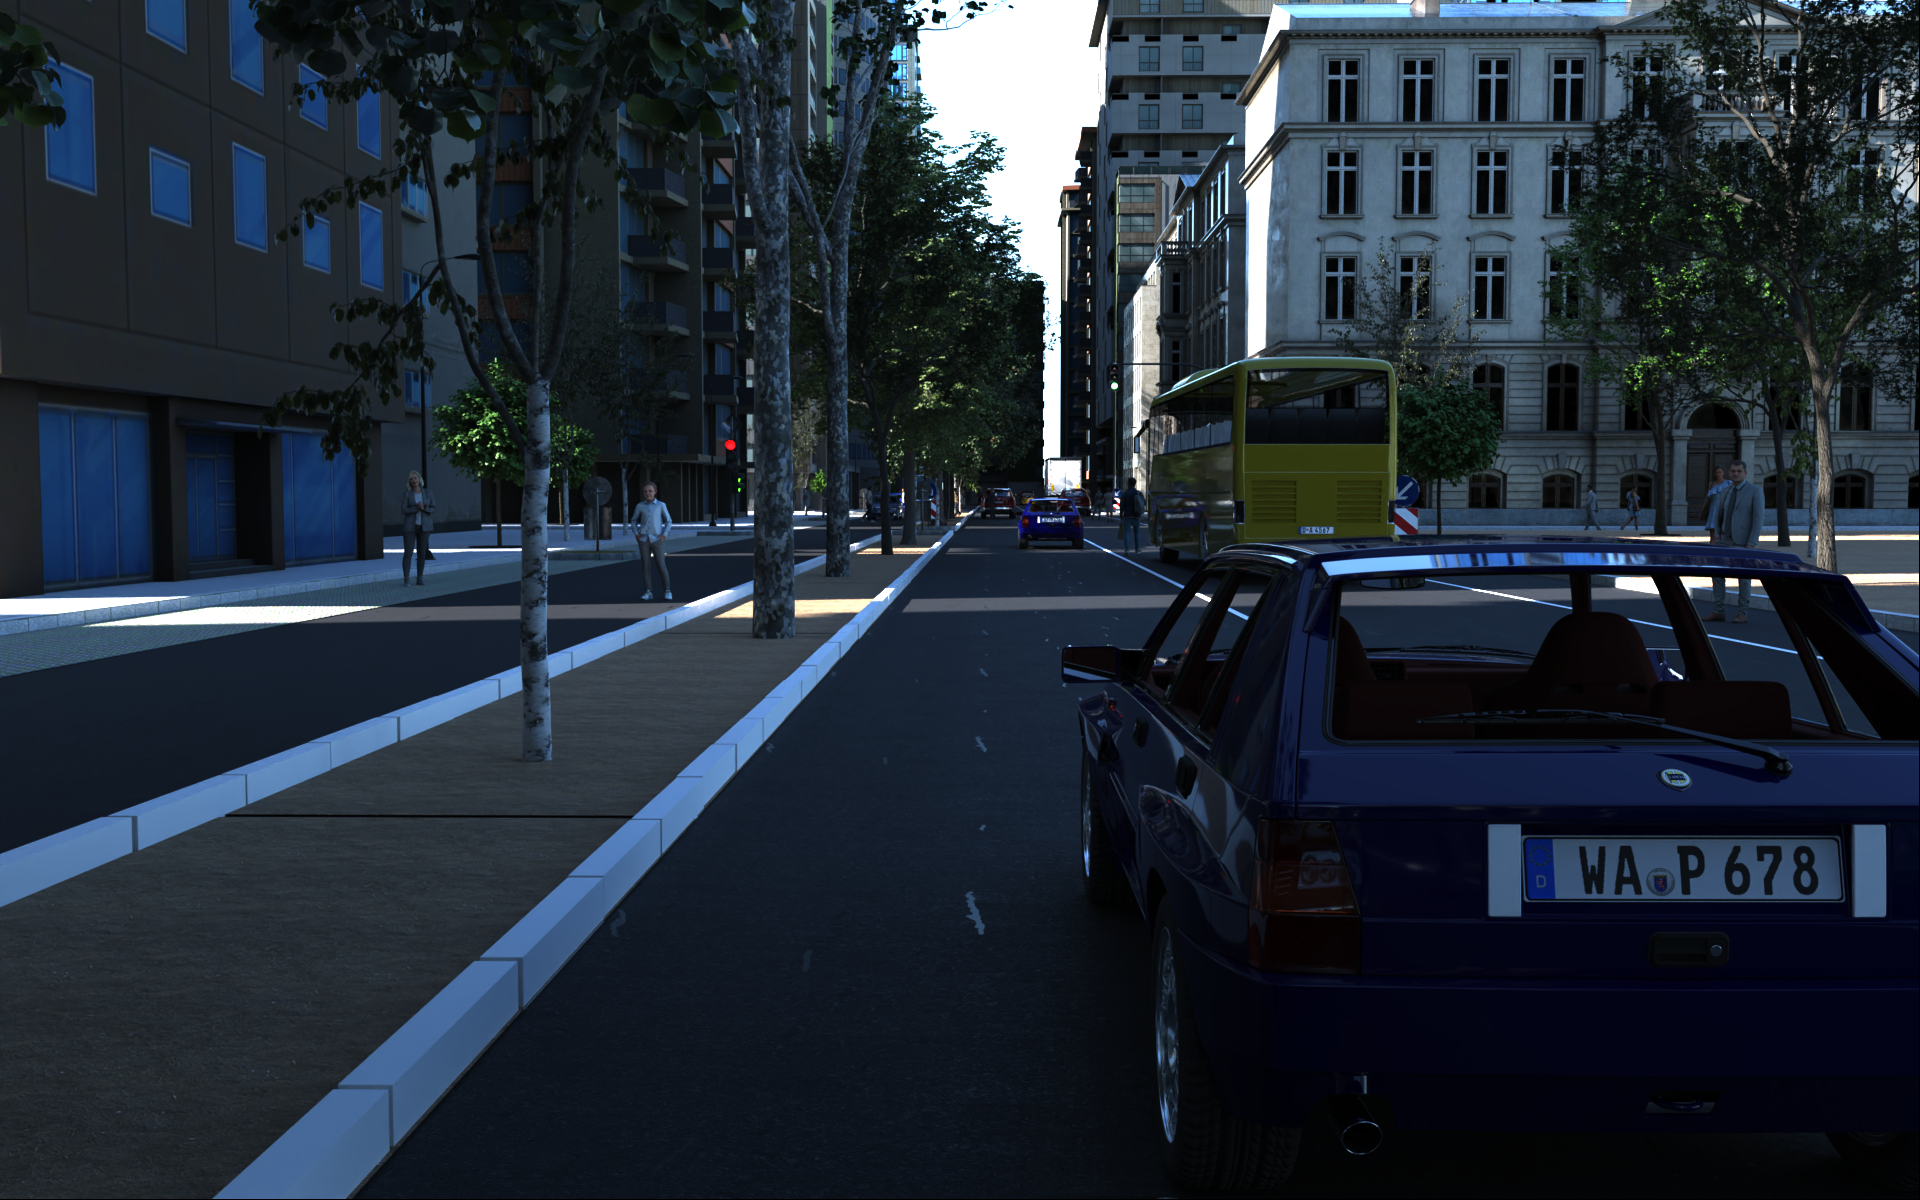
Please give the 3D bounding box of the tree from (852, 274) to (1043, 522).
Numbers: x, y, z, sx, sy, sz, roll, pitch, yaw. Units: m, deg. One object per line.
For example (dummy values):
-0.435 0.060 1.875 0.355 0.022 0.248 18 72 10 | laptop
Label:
-0.780 -10.824 89.803 12.009 13.543 11.850 0 3 0 | tree

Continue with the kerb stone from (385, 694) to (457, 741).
-3.277 0.716 10.482 0.120 0.150 1.000 0 4 1 | kerb stone

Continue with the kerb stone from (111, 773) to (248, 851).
-3.330 0.904 7.407 0.120 0.150 1.000 0 4 1 | kerb stone

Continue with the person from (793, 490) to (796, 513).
-11.190 -6.689 115.179 0.659 1.850 0.755 -1 4 -13 | person

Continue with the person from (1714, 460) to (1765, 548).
8.660 -0.657 19.341 0.391 1.810 0.635 -3 4 -36 | person

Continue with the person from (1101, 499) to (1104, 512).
11.395 -7.750 139.482 0.475 1.303 0.640 -2 4 -30 | person

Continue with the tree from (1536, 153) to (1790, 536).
21.478 -7.794 53.188 9.928 11.665 9.643 0 3 0 | tree

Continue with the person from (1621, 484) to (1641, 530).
24.814 -3.381 63.876 0.778 1.811 0.616 0 4 2 | person

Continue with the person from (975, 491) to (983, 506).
2.404 -12.294 209.466 1.348 1.831 0.705 -1 4 -18 | person

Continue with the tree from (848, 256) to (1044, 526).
-0.973 -9.679 77.717 9.611 12.733 9.660 0 3 0 | tree

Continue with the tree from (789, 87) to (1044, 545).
-1.528 -7.842 48.795 7.486 12.596 7.792 0 3 0 | tree

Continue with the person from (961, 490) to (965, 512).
0.035 -7.909 138.555 0.760 1.731 0.466 -1 4 -16 | person

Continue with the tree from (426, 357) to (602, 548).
-10.972 -3.533 41.478 4.285 4.588 4.351 0 3 0 | tree

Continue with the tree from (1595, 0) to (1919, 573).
12.488 -5.513 24.552 8.767 10.594 7.601 2 4 28 | tree

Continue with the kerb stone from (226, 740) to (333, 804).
-3.314 0.842 8.429 0.120 0.150 1.000 0 4 1 | kerb stone

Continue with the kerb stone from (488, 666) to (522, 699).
-3.241 0.594 12.526 0.120 0.150 1.000 0 4 1 | kerb stone

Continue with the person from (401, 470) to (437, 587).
-8.397 -1.114 26.897 0.537 1.800 0.526 -1 4 -20 | person

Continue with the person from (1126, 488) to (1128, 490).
9.379 -5.370 96.531 0.478 1.798 0.641 -3 4 -37 | person

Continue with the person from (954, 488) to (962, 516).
-0.225 -6.344 112.135 0.656 1.842 0.836 3 5 44 | person

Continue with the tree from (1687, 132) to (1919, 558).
17.006 -5.168 34.857 4.737 8.622 4.395 0 3 0 | tree

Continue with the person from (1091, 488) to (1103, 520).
7.534 -5.296 95.360 0.520 1.790 0.573 -3 5 -45 | person

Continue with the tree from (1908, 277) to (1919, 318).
32.133 -8.087 49.226 9.611 12.733 9.660 0 3 0 | tree

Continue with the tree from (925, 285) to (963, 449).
-1.475 -6.245 54.927 4.360 8.622 3.978 0 3 0 | tree

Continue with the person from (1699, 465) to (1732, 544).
13.823 -1.556 31.580 0.778 1.811 0.616 -3 4 -38 | person

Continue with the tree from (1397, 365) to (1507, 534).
12.256 -3.700 44.213 4.285 4.588 4.351 0 3 0 | tree

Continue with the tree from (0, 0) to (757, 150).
-2.523 -5.675 1.899 9.857 13.997 8.962 0 3 0 | tree

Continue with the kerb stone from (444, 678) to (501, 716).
-3.267 0.661 11.504 0.120 0.150 1.000 0 4 1 | kerb stone

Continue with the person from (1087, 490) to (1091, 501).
10.316 -8.006 139.583 0.526 1.800 0.537 -1 4 -13 | person

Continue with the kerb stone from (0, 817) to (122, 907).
-3.358 0.967 6.382 0.120 0.150 1.000 0 4 1 | kerb stone

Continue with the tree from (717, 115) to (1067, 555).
-1.677 -6.346 40.632 8.767 10.594 7.601 0 4 1 | tree

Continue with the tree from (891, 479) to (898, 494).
-7.896 -12.253 194.937 1.663 3.219 1.824 0 3 0 | tree

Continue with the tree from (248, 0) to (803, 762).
-2.279 -3.452 9.253 4.360 8.622 3.978 0 3 0 | tree

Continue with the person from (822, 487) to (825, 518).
-7.527 -5.443 97.595 0.850 1.850 0.679 0 4 5 | person

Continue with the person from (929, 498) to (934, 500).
-1.983 -6.942 122.262 0.793 1.790 0.793 3 4 36 | person

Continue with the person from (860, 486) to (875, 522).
-4.687 -4.868 87.946 0.795 1.843 0.661 0 4 -1 | person

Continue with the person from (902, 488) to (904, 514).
-3.918 -7.085 124.187 0.795 1.843 0.661 -2 4 -25 | person

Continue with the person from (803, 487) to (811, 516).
-8.932 -5.744 100.964 0.512 1.701 0.522 3 5 42 | person

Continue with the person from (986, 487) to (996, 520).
1.729 -5.443 97.670 0.590 1.801 0.661 0 4 -7 | person

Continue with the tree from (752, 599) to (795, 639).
-3.051 -9.733 17.485 12.611 20.169 13.585 0 3 0 | tree

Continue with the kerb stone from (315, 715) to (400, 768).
-3.303 0.779 9.455 0.120 0.150 1.000 0 4 1 | kerb stone

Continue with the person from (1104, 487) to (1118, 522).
7.781 -4.928 89.429 0.716 1.782 0.532 1 4 8 | person

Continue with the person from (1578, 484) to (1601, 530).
23.168 -3.351 63.567 0.850 1.792 0.678 3 4 36 | person

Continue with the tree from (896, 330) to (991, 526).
-0.869 -7.115 69.157 4.737 8.622 4.395 0 3 0 | tree

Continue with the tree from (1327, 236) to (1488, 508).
12.846 -6.098 50.057 4.360 8.622 3.978 0 3 0 | tree

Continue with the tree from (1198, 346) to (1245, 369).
13.306 -8.268 85.549 4.360 8.622 3.978 0 3 0 | tree

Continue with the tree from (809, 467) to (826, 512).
-10.026 -7.894 123.676 1.663 3.219 1.824 0 3 0 | tree
